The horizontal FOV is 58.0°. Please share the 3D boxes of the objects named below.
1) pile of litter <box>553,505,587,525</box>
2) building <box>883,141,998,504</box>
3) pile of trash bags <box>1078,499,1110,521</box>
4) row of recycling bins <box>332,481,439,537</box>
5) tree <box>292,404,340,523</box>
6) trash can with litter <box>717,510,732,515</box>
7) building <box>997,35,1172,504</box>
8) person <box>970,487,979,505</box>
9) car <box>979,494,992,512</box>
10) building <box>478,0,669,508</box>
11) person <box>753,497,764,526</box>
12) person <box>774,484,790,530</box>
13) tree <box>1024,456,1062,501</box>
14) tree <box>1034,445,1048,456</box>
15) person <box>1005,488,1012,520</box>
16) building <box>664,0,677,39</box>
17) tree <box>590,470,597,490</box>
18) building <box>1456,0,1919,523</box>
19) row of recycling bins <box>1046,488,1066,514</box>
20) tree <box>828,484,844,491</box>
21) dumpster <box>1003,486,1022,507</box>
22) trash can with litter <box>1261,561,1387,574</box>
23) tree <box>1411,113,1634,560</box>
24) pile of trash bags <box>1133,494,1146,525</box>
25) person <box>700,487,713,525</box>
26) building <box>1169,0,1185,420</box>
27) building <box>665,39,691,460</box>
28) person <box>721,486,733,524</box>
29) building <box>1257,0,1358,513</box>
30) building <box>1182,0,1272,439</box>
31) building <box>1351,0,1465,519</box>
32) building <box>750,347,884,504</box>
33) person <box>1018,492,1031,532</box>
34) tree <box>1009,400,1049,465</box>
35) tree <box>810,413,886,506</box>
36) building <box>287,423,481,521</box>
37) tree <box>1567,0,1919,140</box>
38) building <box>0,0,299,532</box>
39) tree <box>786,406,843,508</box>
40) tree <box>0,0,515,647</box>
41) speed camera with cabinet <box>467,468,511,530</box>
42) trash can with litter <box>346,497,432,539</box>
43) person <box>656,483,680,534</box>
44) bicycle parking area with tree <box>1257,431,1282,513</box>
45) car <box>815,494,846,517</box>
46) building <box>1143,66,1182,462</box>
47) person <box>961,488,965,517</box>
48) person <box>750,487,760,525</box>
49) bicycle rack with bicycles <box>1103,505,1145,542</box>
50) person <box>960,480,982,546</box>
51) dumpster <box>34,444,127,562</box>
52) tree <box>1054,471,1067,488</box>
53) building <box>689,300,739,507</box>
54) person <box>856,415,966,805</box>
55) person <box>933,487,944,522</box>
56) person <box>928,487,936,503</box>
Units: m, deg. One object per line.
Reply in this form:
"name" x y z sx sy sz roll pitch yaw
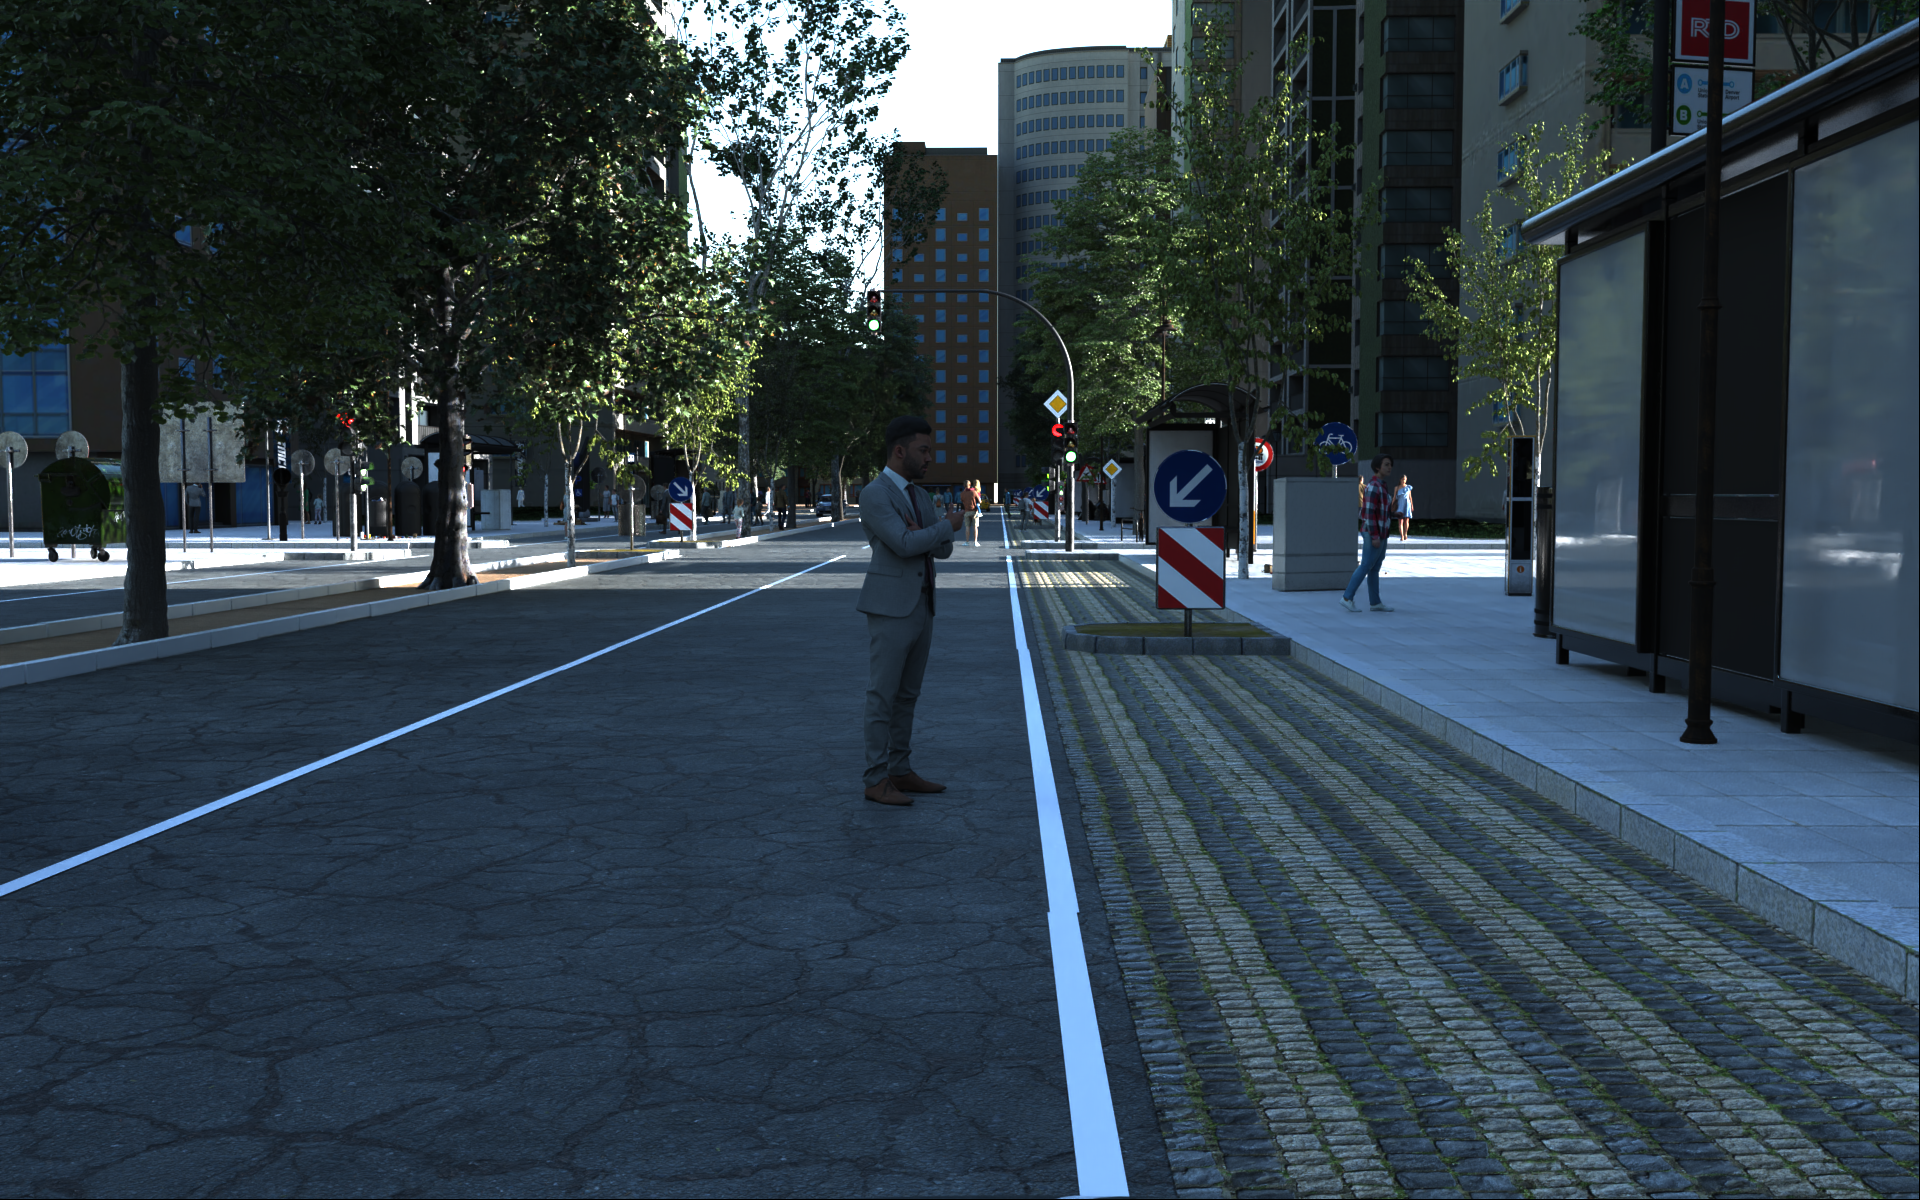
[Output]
"pile of litter" -16.135 -3.545 71.932 1.719 0.858 1.176 3 5 39
"building" -2.263 -35.041 223.038 14.200 45.320 14.600 0 4 1
"pile of trash bags" 7.223 -4.549 84.136 1.912 1.369 3.447 -2 4 -28
"row of recycling bins" -17.335 -2.806 52.998 3.534 1.692 1.069 -2 4 -32
"tree" -28.722 -7.779 77.553 4.360 8.622 3.978 0 3 0
"trash can with litter" -14.750 -5.956 108.431 1.678 1.210 2.233 0 4 0
"building" 19.030 -41.850 226.252 28.212 58.520 21.231 0 4 1
"person" 0.735 -5.126 92.284 0.573 1.828 0.580 1 4 22
"car" 1.586 -8.072 142.198 2.015 1.641 3.980 0 4 3
"building" -35.132 -31.142 132.874 21.300 48.544 21.600 0 4 1
"person" -9.127 -4.028 78.626 0.475 1.303 0.640 2 4 32
"person" -7.041 -3.680 68.583 0.656 1.842 0.836 0 4 0
"tree" 6.570 -9.135 133.063 4.285 4.588 4.351 0 3 0
"tree" 6.034 -7.124 66.835 4.737 8.622 4.395 0 3 0
"person" 2.671 -5.286 95.271 0.444 1.785 0.601 0 4 6
"building" -48.900 -48.229 226.801 20.611 71.187 20.563 0 4 1
"tree" -26.284 -7.721 120.832 1.663 3.219 1.824 0 3 0
"building" 31.016 -27.052 66.007 21.600 48.544 21.300 0 4 1
"row of recycling bins" 7.179 -6.261 109.478 3.534 1.692 1.069 -1 4 -9
"tree" -13.118 -11.386 180.768 1.663 3.219 1.824 0 3 0
"dumpster" 5.550 -10.925 183.570 1.985 2.255 1.502 0 4 0
"trash can with litter" 5.582 -1.024 27.800 2.233 1.210 1.678 3 4 36
"tree" 11.073 -5.100 33.752 4.737 8.622 4.395 0 3 0
"pile of trash bags" 7.669 -3.529 67.444 1.912 1.369 3.447 0 4 -7
"person" -11.692 -4.356 80.205 0.515 1.767 0.782 1 4 22
"building" 33.811 -34.744 157.298 28.713 52.752 27.495 0 4 1
"building" -31.800 -28.611 151.390 14.154 41.232 14.086 0 4 1
"person" -11.320 -4.627 84.244 0.635 1.810 0.391 1 4 15
"building" 29.378 -41.053 109.465 20.563 71.187 20.611 0 4 1
"building" 24.459 -27.698 136.454 14.154 41.232 14.086 0 4 1
"building" 26.243 -19.140 84.633 14.160 30.474 14.107 0 4 1
"building" -24.069 -23.630 231.387 28.899 21.520 27.650 0 4 1
"person" 2.407 -3.286 64.820 0.503 1.515 0.523 0 4 -7
"tree" 8.112 -14.079 155.948 9.928 11.665 9.643 0 3 0
"tree" -12.590 -16.661 189.417 9.611 12.733 9.660 0 3 0
"building" -36.844 -39.989 92.067 20.563 71.187 20.611 0 4 1
"tree" 11.499 -5.876 21.834 9.928 11.665 9.643 0 3 0
"building" -34.546 -25.307 63.878 14.600 45.320 14.200 0 4 1
"tree" -13.890 -14.657 165.403 9.928 11.665 9.643 0 3 0
"tree" -7.742 -5.854 16.299 7.486 12.596 7.792 0 3 0
"speed camera with cabinet" -17.061 -4.154 62.247 2.038 3.252 0.660 2 4 32
"trash can with litter" -16.434 -2.382 50.002 2.233 1.210 1.678 0 4 -6
"person" -10.412 -3.268 61.892 0.822 1.834 0.622 1 4 18
"bicycle parking area with tree" 14.543 -5.804 81.902 9.016 4.147 8.231 1 4 18
"car" -8.279 -6.078 111.384 2.014 1.417 4.499 0 4 -1
"building" 26.452 -32.331 178.716 14.600 45.320 14.200 0 4 1
"person" 0.303 -6.050 107.379 0.822 1.834 0.622 -3 5 -45
"person" -9.644 -4.375 80.377 0.623 1.781 0.721 3 4 37
"bicycle rack with bicycles" 5.551 -2.059 47.046 2.852 0.926 2.925 0 4 -7
"person" 0.348 -2.408 47.852 0.580 1.828 0.573 -2 4 -35
"dumpster" -16.662 -1.892 33.433 1.502 2.255 1.985 0 4 1
"tree" 7.476 -7.973 124.960 1.663 3.219 1.824 0 3 0
"building" -38.239 -20.127 174.117 28.899 21.520 27.650 0 4 1
"person" -0.219 0.035 8.108 0.466 1.800 0.511 1 4 14
"person" -0.887 -3.672 69.544 0.512 1.701 0.522 -1 4 -14
"person" -1.460 -4.851 88.067 0.600 1.795 0.529 -2 4 -26
